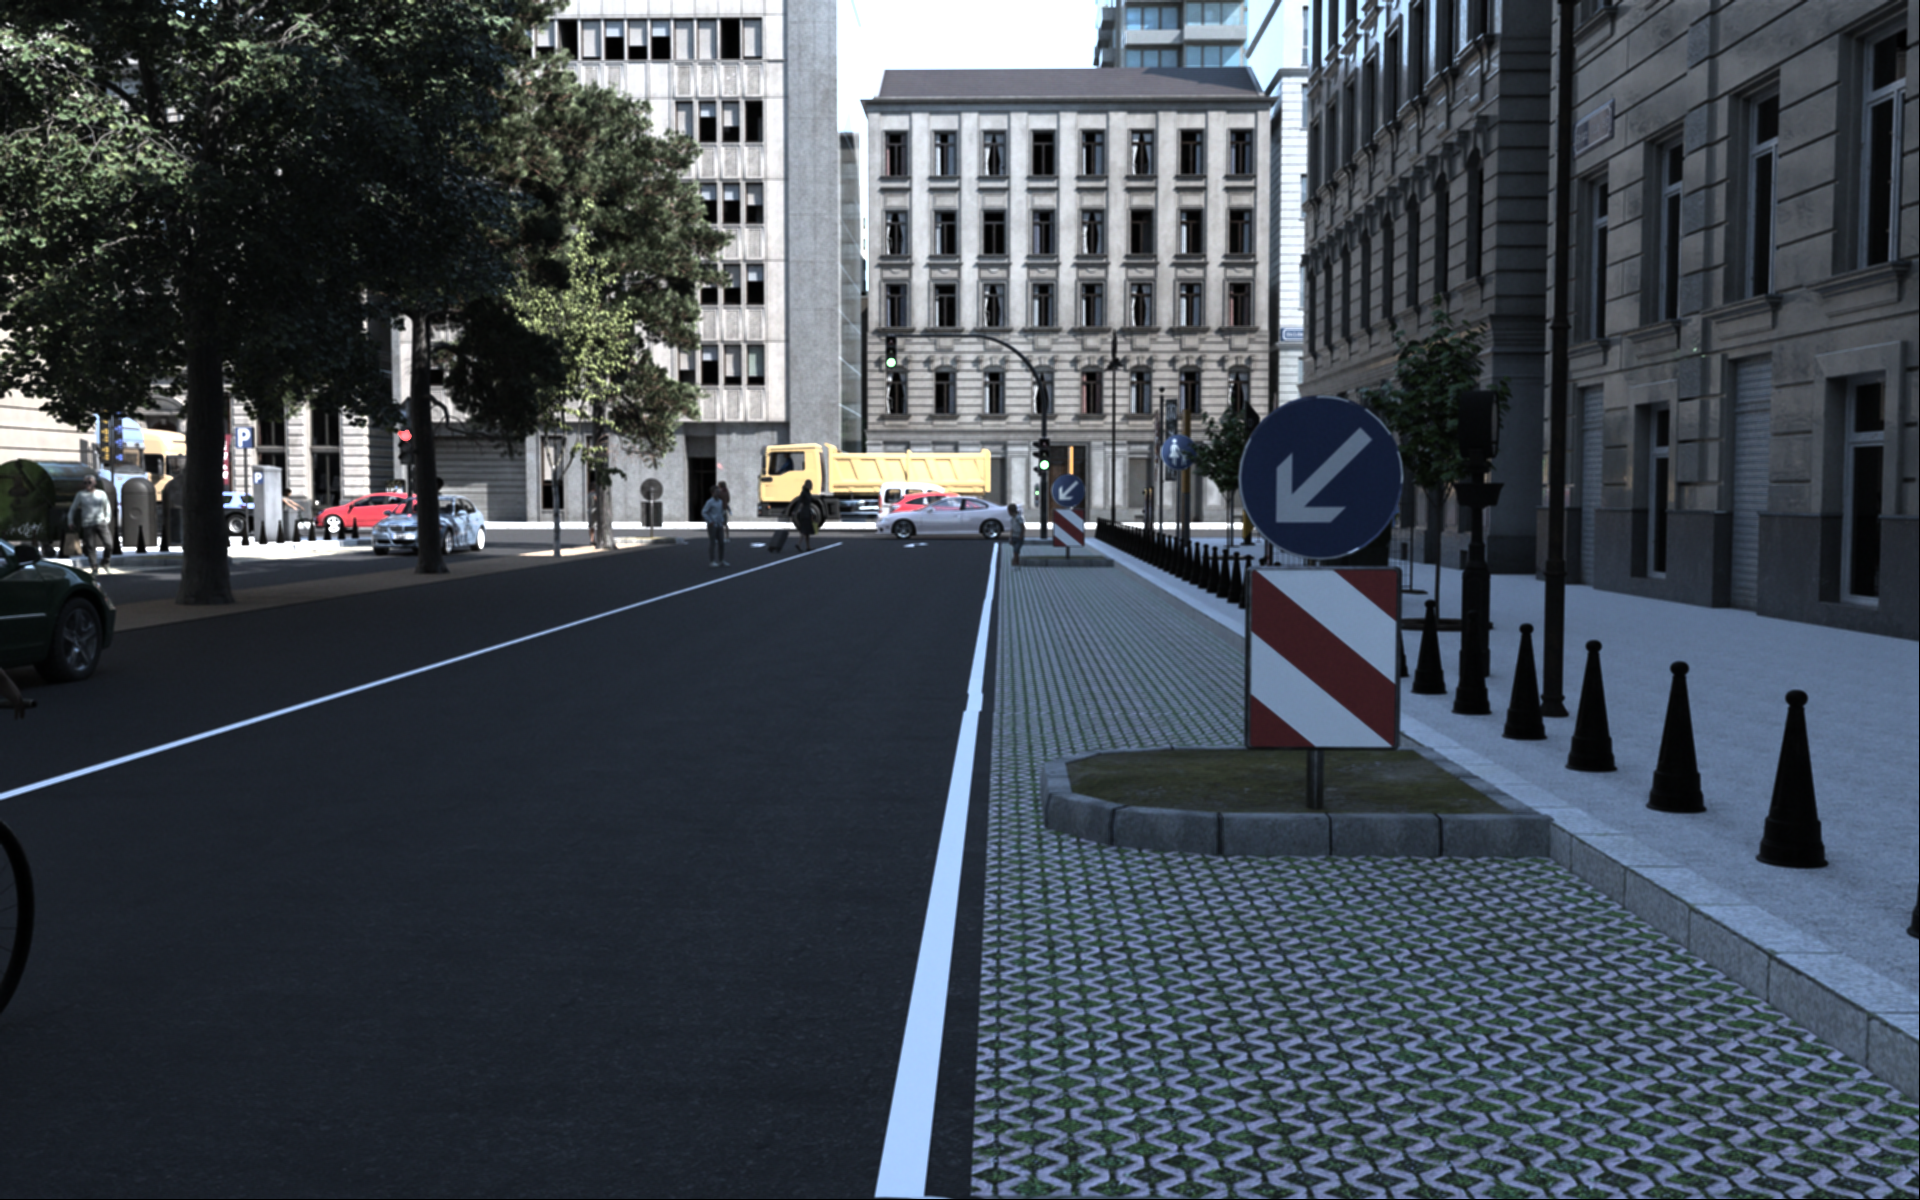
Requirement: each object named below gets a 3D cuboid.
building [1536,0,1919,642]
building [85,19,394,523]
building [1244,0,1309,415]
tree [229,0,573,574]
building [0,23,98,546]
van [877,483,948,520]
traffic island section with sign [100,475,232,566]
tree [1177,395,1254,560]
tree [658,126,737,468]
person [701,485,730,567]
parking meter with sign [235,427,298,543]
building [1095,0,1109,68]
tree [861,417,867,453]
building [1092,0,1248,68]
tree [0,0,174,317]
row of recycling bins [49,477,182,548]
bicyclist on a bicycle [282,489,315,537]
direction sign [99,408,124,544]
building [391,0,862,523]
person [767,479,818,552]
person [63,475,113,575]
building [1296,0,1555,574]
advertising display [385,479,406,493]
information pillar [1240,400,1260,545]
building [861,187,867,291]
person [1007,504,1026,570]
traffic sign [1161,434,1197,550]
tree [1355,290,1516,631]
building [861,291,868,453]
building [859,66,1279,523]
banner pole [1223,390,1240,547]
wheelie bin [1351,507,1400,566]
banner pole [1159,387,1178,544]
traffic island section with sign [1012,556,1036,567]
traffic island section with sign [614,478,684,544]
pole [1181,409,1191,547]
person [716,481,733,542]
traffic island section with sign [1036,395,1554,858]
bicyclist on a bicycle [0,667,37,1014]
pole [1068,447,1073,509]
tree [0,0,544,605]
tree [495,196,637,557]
[{"bbox_3d":[13.942,-13.185,12.838,12.463,27.353,25.104,0,4,1],"label":"building"},{"bbox_3d":[-35.683,-15.470,81.809,19.941,23.489,11.050,0,4,1],"label":"building"},{"bbox_3d":[28.899,-18.547,80.741,29.804,29.767,11.434,0,4,1],"label":"building"},{"bbox_3d":[-9.617,-6.502,30.815,6.751,12.117,7.091,0,3,0],"label":"tree"},{"bbox_3d":[-34.855,-14.816,39.503,25.104,27.353,12.463,0,4,1],"label":"building"},{"bbox_3d":[-1.005,-3.468,63.717,4.112,2.044,2.013,0,4,2],"label":"van"},{"bbox_3d":[-15.920,-1.613,35.005,1.989,1.847,2.006,0,4,1],"label":"traffic island section with sign"},{"bbox_3d":[5.394,-2.413,34.051,1.663,3.219,1.824,0,3,0],"label":"tree"},{"bbox_3d":[-9.238,-7.327,44.311,6.751,12.117,7.091,0,3,0],"label":"tree"},{"bbox_3d":[-4.832,-1.461,34.206,0.330,1.601,0.589,3,5,45],"label":"person"},{"bbox_3d":[-18.342,-3.038,45.939,0.543,3.016,1.738,1,4,19],"label":"parking meter with sign"},{"bbox_3d":[23.469,-53.472,186.937,22.319,86.520,31.000,0,4,1],"label":"building"},{"bbox_3d":[-14.115,-17.337,209.219,9.928,11.665,9.643,0,3,0],"label":"tree"},{"bbox_3d":[23.458,-32.887,157.307,23.786,49.044,30.456,0,4,1],"label":"building"},{"bbox_3d":[-10.316,-6.325,13.292,7.806,13.903,7.818,0,3,0],"label":"tree"},{"bbox_3d":[-20.277,-2.126,41.865,3.534,1.692,1.069,-1,4,-14],"label":"row of recycling bins"},{"bbox_3d":[-21.908,-2.850,56.625,1.625,1.676,1.499,0,4,1],"label":"bicyclist on a bicycle"},{"bbox_3d":[-21.821,-3.217,44.593,0.379,3.537,0.876,1,4,10],"label":"direction sign"},{"bbox_3d":[-15.111,-16.158,82.203,19.932,24.808,12.078,0,4,1],"label":"building"},{"bbox_3d":[-4.128,-2.102,43.081,1.509,1.804,0.699,-3,4,-39],"label":"person"},{"bbox_3d":[-15.409,-1.322,30.597,0.782,1.767,0.515,-2,4,-35],"label":"person"},{"bbox_3d":[13.313,-11.416,35.797,9.793,20.994,18.267,0,4,1],"label":"building"},{"bbox_3d":[-24.662,-4.310,75.680,0.974,1.923,0.123,1,4,20],"label":"advertising display"},{"bbox_3d":[7.284,-3.182,43.384,0.504,3.616,0.183,-2,4,-34],"label":"information pillar"},{"bbox_3d":[-24.584,-38.076,246.242,21.600,48.544,21.300,0,4,1],"label":"building"},{"bbox_3d":[1.054,-1.175,32.391,0.352,1.250,0.332,0,4,4],"label":"person"},{"bbox_3d":[4.662,-2.255,36.968,0.768,2.556,0.104,0,4,4],"label":"traffic sign"},{"bbox_3d":[4.462,-1.346,16.612,1.663,3.219,1.824,0,3,0],"label":"tree"},{"bbox_3d":[-6.826,-28.811,242.752,14.107,30.474,14.160,0,4,1],"label":"building"},{"bbox_3d":[4.849,-14.164,80.728,18.267,20.994,9.793,0,4,1],"label":"building"},{"bbox_3d":[6.598,-3.188,42.135,0.401,3.779,0.863,0,4,1],"label":"banner pole"},{"bbox_3d":[4.649,-0.764,20.398,0.980,1.594,0.693,-1,4,-12],"label":"wheelie bin"},{"bbox_3d":[4.815,-3.074,40.281,0.401,3.779,0.863,-2,4,-28],"label":"banner pole"},{"bbox_3d":[2.034,-1.595,34.701,1.989,1.847,2.006,0,4,1],"label":"traffic island section with sign"},{"bbox_3d":[-9.037,-2.564,50.053,2.006,1.907,1.989,0,4,1],"label":"traffic island section with sign"},{"bbox_3d":[5.461,-2.937,41.859,0.158,3.312,0.155,0,3,0],"label":"pole"},{"bbox_3d":[-7.064,-2.637,51.595,0.573,1.828,0.580,-1,4,-13],"label":"person"},{"bbox_3d":[1.367,0.053,7.754,1.989,1.847,2.006,0,4,1],"label":"traffic island section with sign"},{"bbox_3d":[-2.630,0.369,3.987,1.499,1.676,1.625,0,4,3],"label":"bicyclist on a bicycle"},{"bbox_3d":[4.753,-4.938,74.580,0.158,3.312,0.155,0,3,0],"label":"pole"},{"bbox_3d":[-9.833,-6.916,22.195,9.857,13.997,8.962,0,3,0],"label":"tree"},{"bbox_3d":[-9.056,-5.245,38.577,4.737,8.622,4.395,0,3,0],"label":"tree"}]
